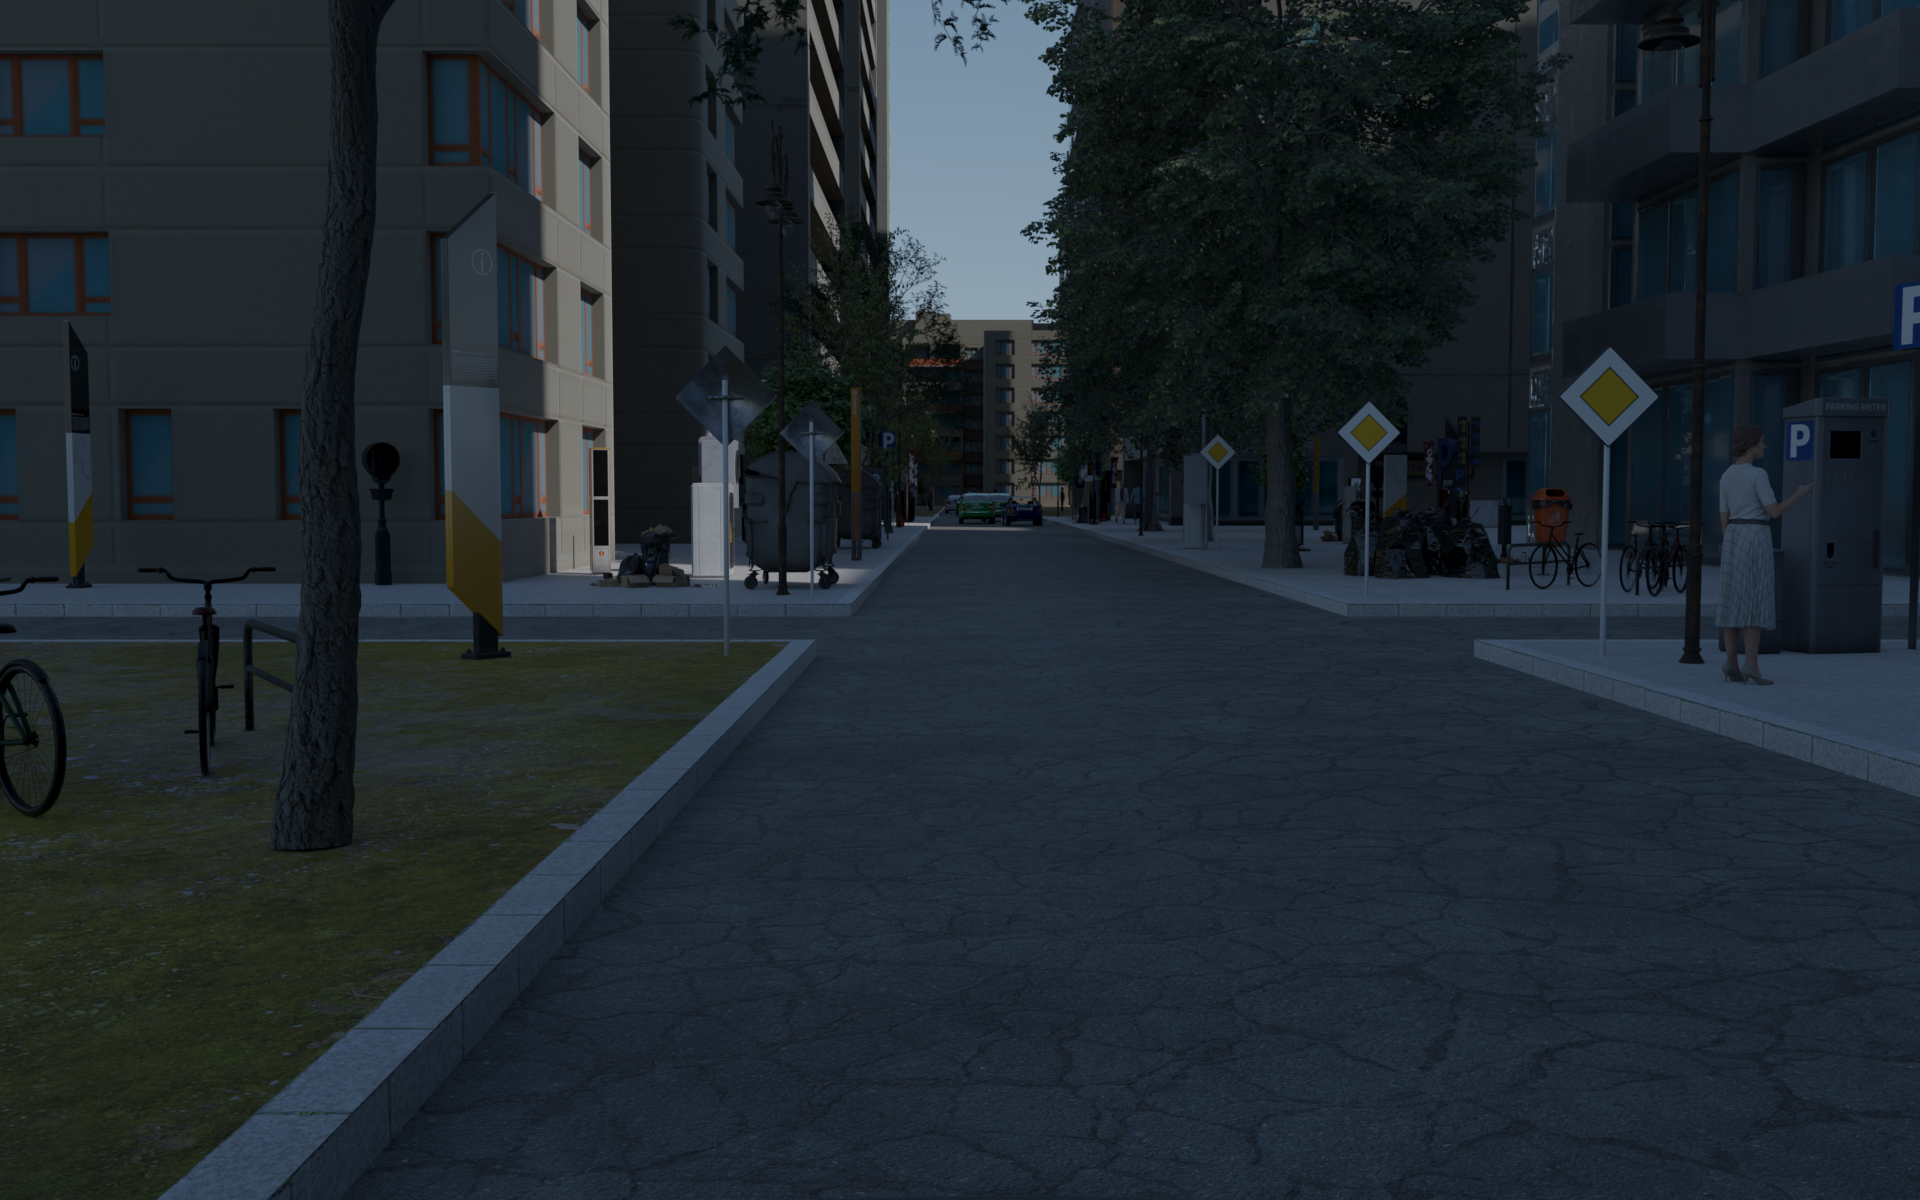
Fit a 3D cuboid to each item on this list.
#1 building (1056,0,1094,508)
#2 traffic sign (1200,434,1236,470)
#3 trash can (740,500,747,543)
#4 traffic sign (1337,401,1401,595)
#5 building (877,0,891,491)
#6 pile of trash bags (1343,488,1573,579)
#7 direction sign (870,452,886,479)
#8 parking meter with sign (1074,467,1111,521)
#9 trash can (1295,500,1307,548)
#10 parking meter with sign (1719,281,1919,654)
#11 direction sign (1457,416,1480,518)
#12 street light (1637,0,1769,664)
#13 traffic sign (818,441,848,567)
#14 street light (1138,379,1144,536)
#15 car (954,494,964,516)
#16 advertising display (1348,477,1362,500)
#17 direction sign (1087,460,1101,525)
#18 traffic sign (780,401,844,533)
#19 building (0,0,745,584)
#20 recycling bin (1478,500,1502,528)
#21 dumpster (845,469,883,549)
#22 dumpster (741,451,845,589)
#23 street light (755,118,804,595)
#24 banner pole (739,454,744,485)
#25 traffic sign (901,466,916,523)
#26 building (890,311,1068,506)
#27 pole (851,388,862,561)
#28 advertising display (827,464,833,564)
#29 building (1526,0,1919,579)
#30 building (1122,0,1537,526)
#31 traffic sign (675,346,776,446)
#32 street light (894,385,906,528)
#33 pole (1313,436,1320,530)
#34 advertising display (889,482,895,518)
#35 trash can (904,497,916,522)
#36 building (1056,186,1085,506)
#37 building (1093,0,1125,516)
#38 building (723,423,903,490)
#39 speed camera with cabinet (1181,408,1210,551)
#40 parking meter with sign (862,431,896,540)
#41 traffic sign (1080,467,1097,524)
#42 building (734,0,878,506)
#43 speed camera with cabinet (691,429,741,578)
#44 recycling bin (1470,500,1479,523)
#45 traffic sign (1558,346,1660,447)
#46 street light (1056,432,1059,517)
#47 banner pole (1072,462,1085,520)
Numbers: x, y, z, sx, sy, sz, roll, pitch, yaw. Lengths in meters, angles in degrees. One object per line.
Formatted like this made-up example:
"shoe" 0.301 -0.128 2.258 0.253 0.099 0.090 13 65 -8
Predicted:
"building" 20.833 -32.661 153.614 23.786 49.044 30.456 0 3 0
"traffic sign" 5.678 -2.344 38.055 0.795 2.593 0.064 0 4 4
"trash can" -5.418 -2.062 45.371 0.748 1.137 0.748 0 3 0
"traffic sign" 5.123 -1.191 21.669 0.795 2.593 0.064 0 3 0
"building" -12.971 -27.894 139.663 14.154 41.232 14.086 0 3 0
"pile of trash bags" 7.826 -1.056 27.020 3.447 1.369 1.912 0 4 -3
"direction sign" -4.397 -6.156 92.645 0.876 3.537 0.379 -1 4 -11
"parking meter with sign" 6.394 -5.331 83.425 1.738 3.016 0.543 1 4 15
"trash can" 7.919 -1.821 41.431 0.748 1.137 0.748 0 3 0
"parking meter with sign" 7.068 -1.088 14.050 1.738 3.016 0.543 -1 4 -13
"direction sign" 14.862 -3.588 50.659 0.876 3.537 0.379 -2 4 -29
"street light" 5.559 -2.458 12.978 0.468 5.910 1.993 0 3 0
"traffic sign" -2.413 -1.864 30.479 0.884 2.594 0.081 0 4 1
"street light" 5.555 -4.905 52.989 0.468 5.910 1.993 0 3 0
"car" 0.681 -6.231 113.670 2.131 1.459 4.920 0 4 -1
"advertising display" 15.027 -3.715 65.953 0.123 1.923 0.974 3 4 36
"direction sign" 5.607 -4.921 72.461 0.379 3.537 0.876 3 5 42
"traffic sign" -1.871 -1.192 21.684 0.795 2.593 0.064 0 3 0
"building" -20.455 -11.834 38.533 27.650 21.520 28.899 0 3 0
"recycling bin" 20.121 -3.242 65.557 0.722 1.027 0.722 1 4 20
"dumpster" -2.485 -2.155 40.994 1.264 1.857 1.865 0 3 0
"dumpster" -2.323 -1.111 23.930 1.264 1.857 1.865 0 3 0
"street light" -2.255 -3.001 21.860 0.468 5.910 1.993 0 3 0
"banner pole" -7.633 -4.155 57.946 0.863 3.779 0.401 -1 4 -11
"traffic sign" -2.358 -4.733 77.484 0.768 2.556 0.104 0 4 3
"building" -2.955 -21.517 196.844 28.899 21.520 27.650 0 3 0
"pole" -1.997 -2.415 33.335 0.158 3.312 0.155 0 3 0
"advertising display" -2.721 -1.625 31.789 0.974 1.923 0.123 3 4 39
"building" 27.266 -25.286 33.041 30.456 49.044 23.786 0 3 0
"building" 19.159 -27.840 78.881 21.300 48.544 21.600 0 3 0
"traffic sign" -1.865 -0.704 13.699 0.795 2.593 0.064 0 3 0
"street light" -2.309 -5.709 66.122 0.468 5.910 1.993 0 3 0
"pole" 12.591 -4.119 61.194 0.158 3.312 0.155 0 3 0
"advertising display" -3.767 -5.492 95.004 0.123 1.923 0.974 -1 4 -23
"trash can" -2.374 -4.131 79.191 0.748 1.137 0.748 0 3 0
"building" 23.489 -31.022 199.084 23.993 40.220 32.217 0 3 0
"building" 15.632 -27.913 106.489 14.600 45.320 14.200 0 3 0
"building" -21.074 -51.652 157.174 31.000 86.520 22.319 0 3 0
"speed camera with cabinet" 5.461 -2.800 40.118 0.660 3.252 2.038 1 4 8
"parking meter with sign" -2.554 -3.218 48.883 0.543 3.016 1.738 -3 5 -41
"traffic sign" 5.536 -4.551 74.511 0.768 2.556 0.104 1 4 9
"building" -16.293 -29.588 107.471 21.300 48.544 21.600 0 3 0
"speed camera with cabinet" -3.843 -2.017 27.322 0.660 3.252 2.038 0 4 -2
"recycling bin" 20.597 -3.410 68.313 0.722 1.027 0.722 -3 5 -42
"traffic sign" 5.129 -0.703 13.684 0.795 2.593 0.064 0 3 0
"street light" 5.466 -7.562 96.434 0.468 5.910 1.993 0 3 0
"banner pole" 5.715 -5.770 84.354 0.863 3.779 0.401 -1 4 -19
